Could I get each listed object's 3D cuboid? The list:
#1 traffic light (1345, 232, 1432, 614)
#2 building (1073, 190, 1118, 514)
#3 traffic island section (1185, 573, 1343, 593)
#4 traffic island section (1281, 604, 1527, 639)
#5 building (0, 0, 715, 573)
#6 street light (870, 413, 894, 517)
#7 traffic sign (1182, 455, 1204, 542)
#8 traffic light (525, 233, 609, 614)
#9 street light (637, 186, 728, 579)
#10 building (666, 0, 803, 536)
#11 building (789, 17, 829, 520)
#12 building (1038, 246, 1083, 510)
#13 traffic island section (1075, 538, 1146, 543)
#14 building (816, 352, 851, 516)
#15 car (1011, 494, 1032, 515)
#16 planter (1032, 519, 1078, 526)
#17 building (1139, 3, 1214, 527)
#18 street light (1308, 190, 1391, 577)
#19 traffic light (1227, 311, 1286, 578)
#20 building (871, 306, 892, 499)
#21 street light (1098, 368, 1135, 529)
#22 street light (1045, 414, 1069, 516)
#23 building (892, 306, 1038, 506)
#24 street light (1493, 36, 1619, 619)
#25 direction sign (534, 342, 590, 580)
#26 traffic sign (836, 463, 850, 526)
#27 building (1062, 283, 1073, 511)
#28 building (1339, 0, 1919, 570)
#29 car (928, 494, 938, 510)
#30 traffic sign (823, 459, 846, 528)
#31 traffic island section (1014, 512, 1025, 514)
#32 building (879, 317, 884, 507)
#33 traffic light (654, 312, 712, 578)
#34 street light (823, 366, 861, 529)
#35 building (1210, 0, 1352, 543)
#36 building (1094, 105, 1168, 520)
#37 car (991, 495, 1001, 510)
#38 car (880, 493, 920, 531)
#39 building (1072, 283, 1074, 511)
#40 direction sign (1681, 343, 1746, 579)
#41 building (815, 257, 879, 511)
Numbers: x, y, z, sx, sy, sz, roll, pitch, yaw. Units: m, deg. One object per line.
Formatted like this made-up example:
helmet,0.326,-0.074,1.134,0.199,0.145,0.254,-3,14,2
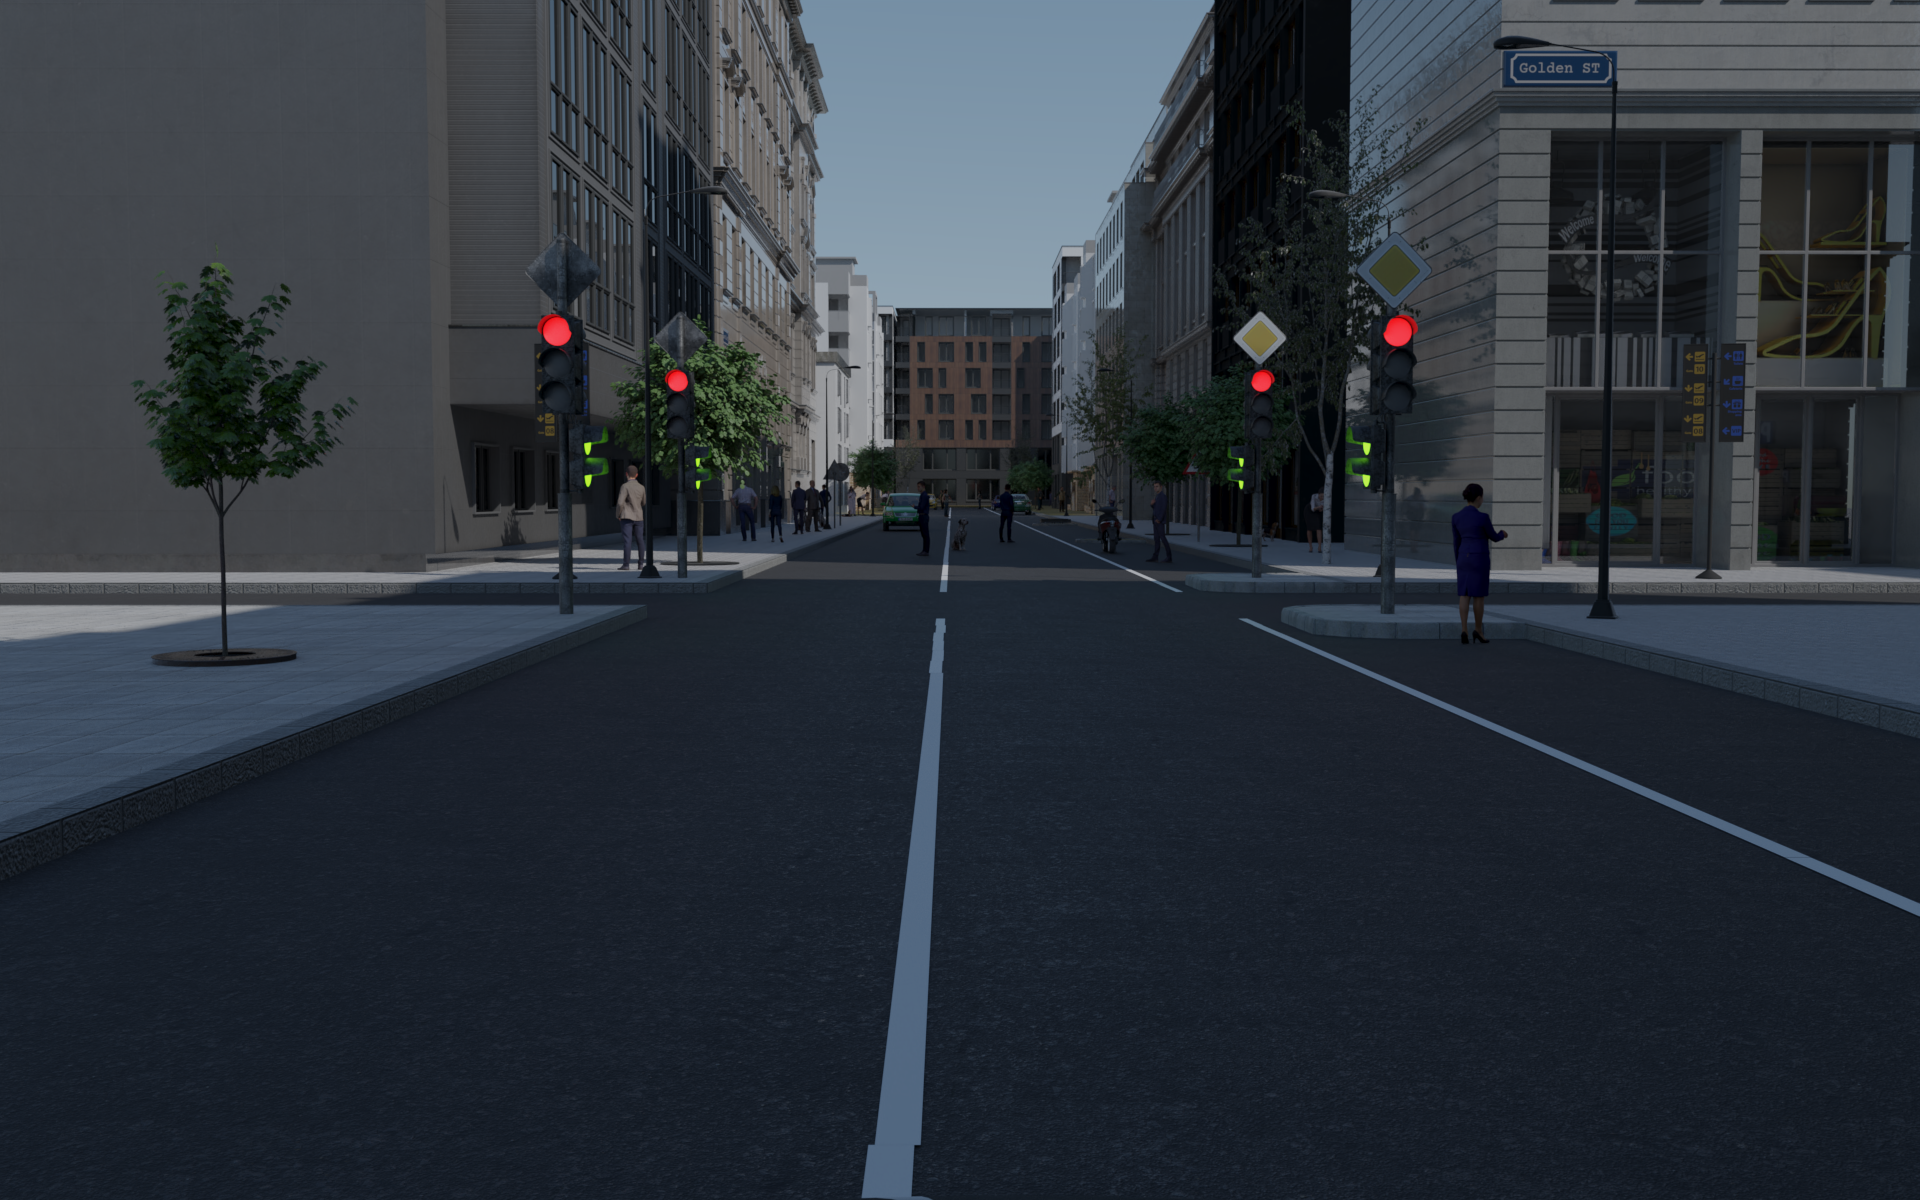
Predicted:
traffic light,4.569,-1.787,18.469,0.839,4.213,0.868,0,4,0
building,16.030,-15.743,113.818,16.016,20.091,11.380,0,4,0
traffic island section,4.571,-0.262,26.567,2.009,0.180,2.903,0,4,0
traffic island section,4.609,0.226,18.582,2.009,0.180,2.903,0,4,0
building,-14.109,-15.034,39.309,14.314,27.812,24.014,0,4,0
street light,-4.444,-7.727,98.873,1.470,5.913,1.316,0,4,0
traffic sign,6.398,-2.836,46.379,0.884,2.594,0.081,0,4,8
traffic light,-4.192,-1.784,18.411,0.839,4.213,0.868,0,4,0
street light,-4.201,-3.287,26.286,1.470,5.913,1.316,0,4,0
building,-13.045,-16.334,64.321,12.463,27.353,25.104,0,4,0
building,-14.438,-18.472,89.410,14.401,28.519,23.554,0,4,0
building,22.228,-19.264,158.938,27.936,21.610,32.646,0,4,0
traffic island section,4.445,-1.755,51.563,1.991,0.108,1.994,0,4,0
building,-11.832,-10.639,116.094,9.099,9.664,28.070,0,4,0
car,3.951,-6.604,119.781,2.131,1.459,4.920,0,4,-2
planter,4.316,-3.545,79.096,1.991,0.319,1.994,0,4,0
building,15.416,-14.123,72.707,13.314,21.916,24.055,0,4,0
street light,6.027,-3.309,26.651,1.470,5.913,1.316,0,4,0
traffic light,4.531,-2.276,26.454,0.839,4.213,0.868,0,4,0
building,-23.645,-21.873,201.606,32.646,21.610,27.936,0,4,0
street light,5.790,-5.603,64.149,1.470,5.913,1.316,0,4,0
street light,5.646,-7.821,100.414,1.470,5.913,1.316,0,4,0
building,9.176,-21.814,200.637,32.646,21.610,27.936,0,4,0
street light,6.105,-2.764,17.734,1.470,5.913,1.316,0,4,0
direction sign,-5.968,-2.083,26.051,0.876,3.537,0.379,1,4,12
traffic sign,-4.853,-4.285,70.171,0.768,2.556,0.104,0,4,8
building,16.195,-17.160,136.983,16.016,20.091,11.380,0,4,0
building,23.614,-15.664,33.598,29.804,29.767,11.434,0,4,0
car,-2.940,-8.992,157.234,2.015,1.641,3.980,0,4,1
traffic sign,-4.678,-3.949,64.575,0.884,2.594,0.081,0,4,3
traffic island section,4.082,-6.454,128.386,1.991,0.108,1.994,0,4,0
building,-13.221,-19.035,167.636,11.380,20.091,16.016,0,4,0
traffic light,-4.230,-2.272,26.396,0.839,4.213,0.868,0,4,0
street light,-4.278,-5.514,62.695,1.470,5.913,1.316,0,4,0
building,15.028,-13.644,52.753,12.332,23.373,15.834,0,4,0
building,13.163,-14.582,93.165,10.420,20.320,16.860,0,4,0
car,3.692,-8.561,152.560,1.945,1.354,3.894,0,4,-2
car,-2.171,-3.652,68.513,1.959,1.807,4.718,0,4,-2
building,16.775,-16.465,125.627,16.016,20.091,11.380,0,4,0
direction sign,11.350,-2.089,26.151,0.876,3.537,0.379,1,4,13
building,-14.868,-17.099,135.995,16.016,20.091,11.380,0,4,0
